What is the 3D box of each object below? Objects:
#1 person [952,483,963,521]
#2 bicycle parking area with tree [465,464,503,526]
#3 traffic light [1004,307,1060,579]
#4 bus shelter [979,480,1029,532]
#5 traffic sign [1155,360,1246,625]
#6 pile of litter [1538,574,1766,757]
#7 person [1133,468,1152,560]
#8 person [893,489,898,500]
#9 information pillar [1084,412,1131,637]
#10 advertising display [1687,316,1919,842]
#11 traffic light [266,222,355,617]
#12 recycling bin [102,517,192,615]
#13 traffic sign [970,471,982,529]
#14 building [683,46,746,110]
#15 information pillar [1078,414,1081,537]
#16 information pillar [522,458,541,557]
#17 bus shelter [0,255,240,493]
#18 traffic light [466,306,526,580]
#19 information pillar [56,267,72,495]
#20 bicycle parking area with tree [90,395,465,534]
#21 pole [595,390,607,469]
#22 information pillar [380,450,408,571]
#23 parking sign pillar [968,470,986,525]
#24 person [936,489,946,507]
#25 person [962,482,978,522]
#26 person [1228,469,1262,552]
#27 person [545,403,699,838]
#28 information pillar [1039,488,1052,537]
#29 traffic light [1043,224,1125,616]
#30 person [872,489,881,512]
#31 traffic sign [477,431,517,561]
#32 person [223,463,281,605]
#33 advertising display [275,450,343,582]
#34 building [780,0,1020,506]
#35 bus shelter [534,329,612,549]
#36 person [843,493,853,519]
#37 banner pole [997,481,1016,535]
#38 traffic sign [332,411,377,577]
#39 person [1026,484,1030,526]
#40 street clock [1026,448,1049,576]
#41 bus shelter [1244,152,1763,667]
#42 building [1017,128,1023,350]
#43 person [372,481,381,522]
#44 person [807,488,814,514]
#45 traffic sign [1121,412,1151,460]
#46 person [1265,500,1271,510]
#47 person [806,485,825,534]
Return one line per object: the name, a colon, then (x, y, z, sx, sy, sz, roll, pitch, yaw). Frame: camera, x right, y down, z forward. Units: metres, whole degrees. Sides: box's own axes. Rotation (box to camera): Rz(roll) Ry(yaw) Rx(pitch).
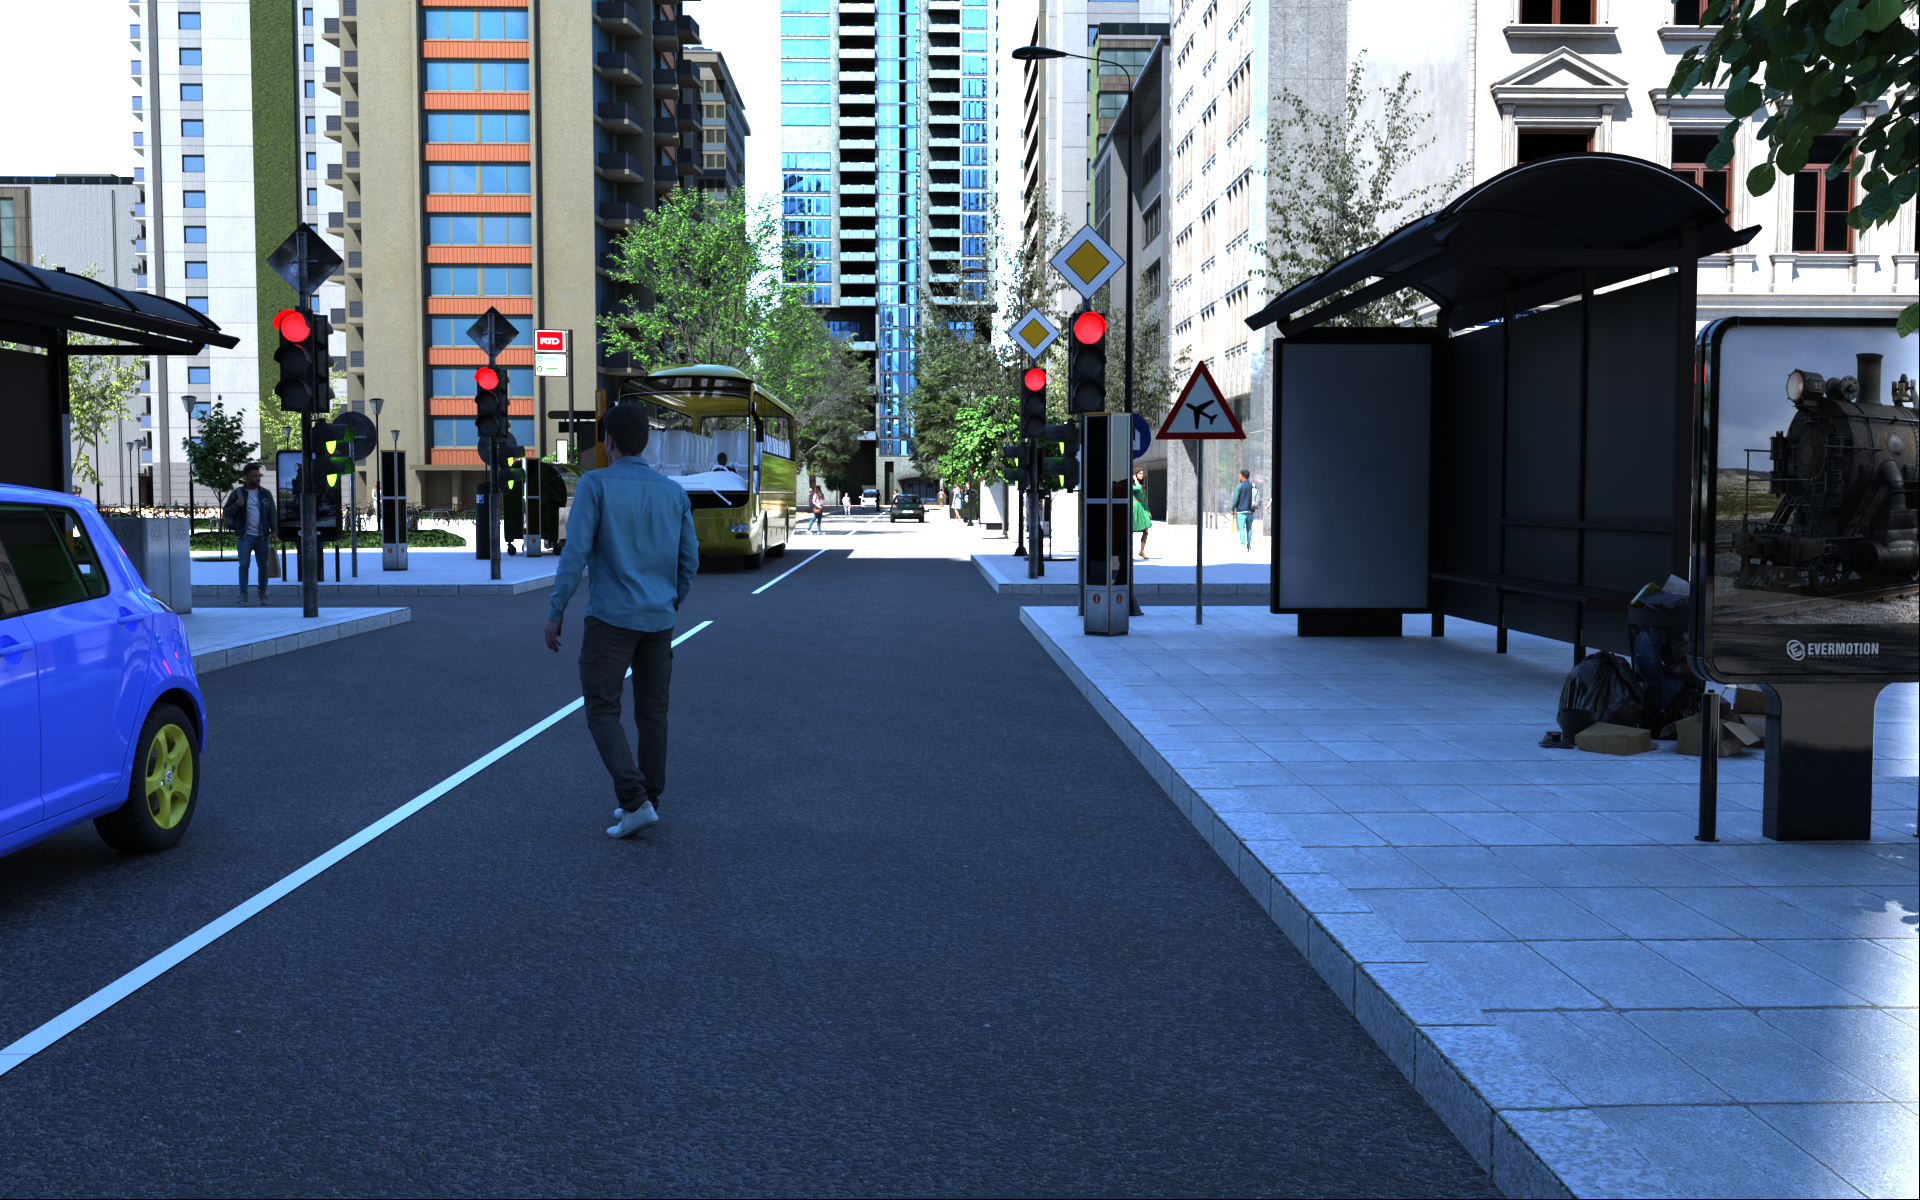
person: (-0.072, -4.555, 80.606, 0.616, 1.811, 0.778, -1, 4, -23)
bicycle parking area with tree: (-17.244, -5.115, 70.628, 8.231, 4.147, 9.016, -3, 5, -39)
traffic light: (1.092, -2.277, 26.155, 0.839, 4.253, 0.868, 0, 4, -2)
bus shelter: (1.529, -3.990, 59.153, 2.014, 3.302, 5.546, 0, 4, -2)
traffic sign: (2.350, -1.037, 16.958, 0.884, 2.594, 0.081, 0, 4, 2)
pile of litter: (3.825, 0.309, 8.907, 1.719, 0.858, 1.176, 0, 4, 6)
person: (3.455, -1.681, 33.774, 0.529, 1.795, 0.600, 3, 5, 39)
person: (-3.609, -5.527, 99.696, 0.563, 1.720, 0.643, 3, 4, 36)
information pillar: (1.332, -0.686, 15.712, 0.304, 2.012, 0.304, 3, 5, 42)
advertising display: (3.193, -0.073, 6.402, 0.974, 1.923, 0.123, 0, 4, -4)
traffic light: (-6.754, -1.775, 17.944, 0.839, 4.253, 0.868, 0, 4, -2)
recycling bin: (-8.686, -0.355, 18.364, 0.722, 1.027, 0.722, 1, 4, 15)
traffic sign: (0.764, -3.916, 64.135, 0.768, 2.556, 0.104, 0, 4, 6)
building: (-38.193, -37.691, 205.482, 27.495, 52.752, 28.713, 0, 4, -2)
information pillar: (2.208, -2.305, 29.040, 0.504, 3.616, 0.183, -2, 4, -30)
information pillar: (-8.692, -1.876, 35.157, 0.304, 2.012, 0.304, -2, 4, -27)
bus shelter: (-8.263, -1.285, 14.938, 2.014, 3.302, 5.546, 0, 4, -2)
traffic light: (-6.966, -2.263, 25.927, 0.839, 4.253, 0.868, 0, 4, -2)
information pillar: (-9.390, -1.638, 18.137, 0.183, 3.616, 0.504, -2, 4, -34)
bicycle parking area with tree: (-19.971, -3.924, 51.160, 8.231, 4.147, 9.016, 0, 4, -3)
pole: (-7.018, -2.450, 33.908, 0.158, 3.312, 0.155, 0, 3, 0)
information pillar: (-9.467, -1.498, 28.980, 0.304, 2.012, 0.304, 1, 4, 15)
parking sign pillar: (1.049, -5.155, 72.749, 1.447, 3.967, 1.447, 0, 4, 4)
person: (-1.824, -10.161, 172.178, 1.348, 1.824, 0.705, 2, 4, 30)
person: (0.457, -4.405, 78.023, 0.822, 1.834, 0.622, -1, 4, -18)
person: (6.249, -1.970, 38.242, 0.794, 1.824, 0.713, 0, 4, 3)
person: (-1.399, 0.070, 7.372, 0.660, 1.820, 0.620, -3, 5, -44)
information pillar: (2.568, -2.929, 52.381, 0.304, 2.012, 0.304, -2, 4, -29)
traffic light: (1.304, -1.789, 18.173, 0.839, 4.253, 0.868, 0, 4, -2)
person: (-6.709, -8.095, 140.874, 0.705, 1.822, 1.348, -2, 4, -32)
traffic sign: (-8.851, -2.022, 33.161, 0.768, 2.556, 0.104, 0, 4, -1)
person: (-9.014, -0.839, 22.203, 0.794, 1.824, 0.713, -1, 4, -12)
advertising display: (-9.521, -1.231, 25.347, 0.974, 1.923, 0.123, 1, 4, 10)
building: (-8.742, -54.386, 201.889, 31.000, 86.520, 22.319, 0, 4, -2)
bus shelter: (-9.338, -4.117, 44.942, 2.179, 5.291, 8.768, 0, 4, -2)
person: (-6.443, -5.397, 99.339, 0.503, 1.515, 0.523, -3, 5, -43)
banner pole: (1.568, -3.920, 54.104, 0.863, 3.779, 0.401, 2, 4, 24)
traffic sign: (-9.348, -1.625, 26.670, 0.768, 2.556, 0.104, 0, 4, 3)
person: (2.217, -2.991, 55.222, 0.850, 1.792, 0.678, 1, 4, 15)
street clock: (1.194, -1.374, 27.034, 0.358, 2.002, 0.471, 2, 4, 30)
bus shelter: (3.657, -1.169, 13.039, 2.014, 3.302, 5.546, 0, 4, -2)
building: (21.975, -35.734, 203.858, 30.456, 49.044, 23.786, 0, 4, -2)
person: (-22.192, -3.674, 66.379, 0.573, 1.790, 0.520, 3, 4, 38)
person: (-9.637, -6.451, 112.434, 0.530, 1.710, 0.541, -1, 4, -10)
traffic sign: (2.571, -1.633, 26.812, 0.768, 2.556, 0.104, 0, 4, 4)
person: (9.059, -2.613, 49.443, 0.731, 1.740, 0.598, 2, 4, 32)
person: (-5.147, -3.224, 61.810, 0.643, 1.750, 0.593, 1, 4, 13)
